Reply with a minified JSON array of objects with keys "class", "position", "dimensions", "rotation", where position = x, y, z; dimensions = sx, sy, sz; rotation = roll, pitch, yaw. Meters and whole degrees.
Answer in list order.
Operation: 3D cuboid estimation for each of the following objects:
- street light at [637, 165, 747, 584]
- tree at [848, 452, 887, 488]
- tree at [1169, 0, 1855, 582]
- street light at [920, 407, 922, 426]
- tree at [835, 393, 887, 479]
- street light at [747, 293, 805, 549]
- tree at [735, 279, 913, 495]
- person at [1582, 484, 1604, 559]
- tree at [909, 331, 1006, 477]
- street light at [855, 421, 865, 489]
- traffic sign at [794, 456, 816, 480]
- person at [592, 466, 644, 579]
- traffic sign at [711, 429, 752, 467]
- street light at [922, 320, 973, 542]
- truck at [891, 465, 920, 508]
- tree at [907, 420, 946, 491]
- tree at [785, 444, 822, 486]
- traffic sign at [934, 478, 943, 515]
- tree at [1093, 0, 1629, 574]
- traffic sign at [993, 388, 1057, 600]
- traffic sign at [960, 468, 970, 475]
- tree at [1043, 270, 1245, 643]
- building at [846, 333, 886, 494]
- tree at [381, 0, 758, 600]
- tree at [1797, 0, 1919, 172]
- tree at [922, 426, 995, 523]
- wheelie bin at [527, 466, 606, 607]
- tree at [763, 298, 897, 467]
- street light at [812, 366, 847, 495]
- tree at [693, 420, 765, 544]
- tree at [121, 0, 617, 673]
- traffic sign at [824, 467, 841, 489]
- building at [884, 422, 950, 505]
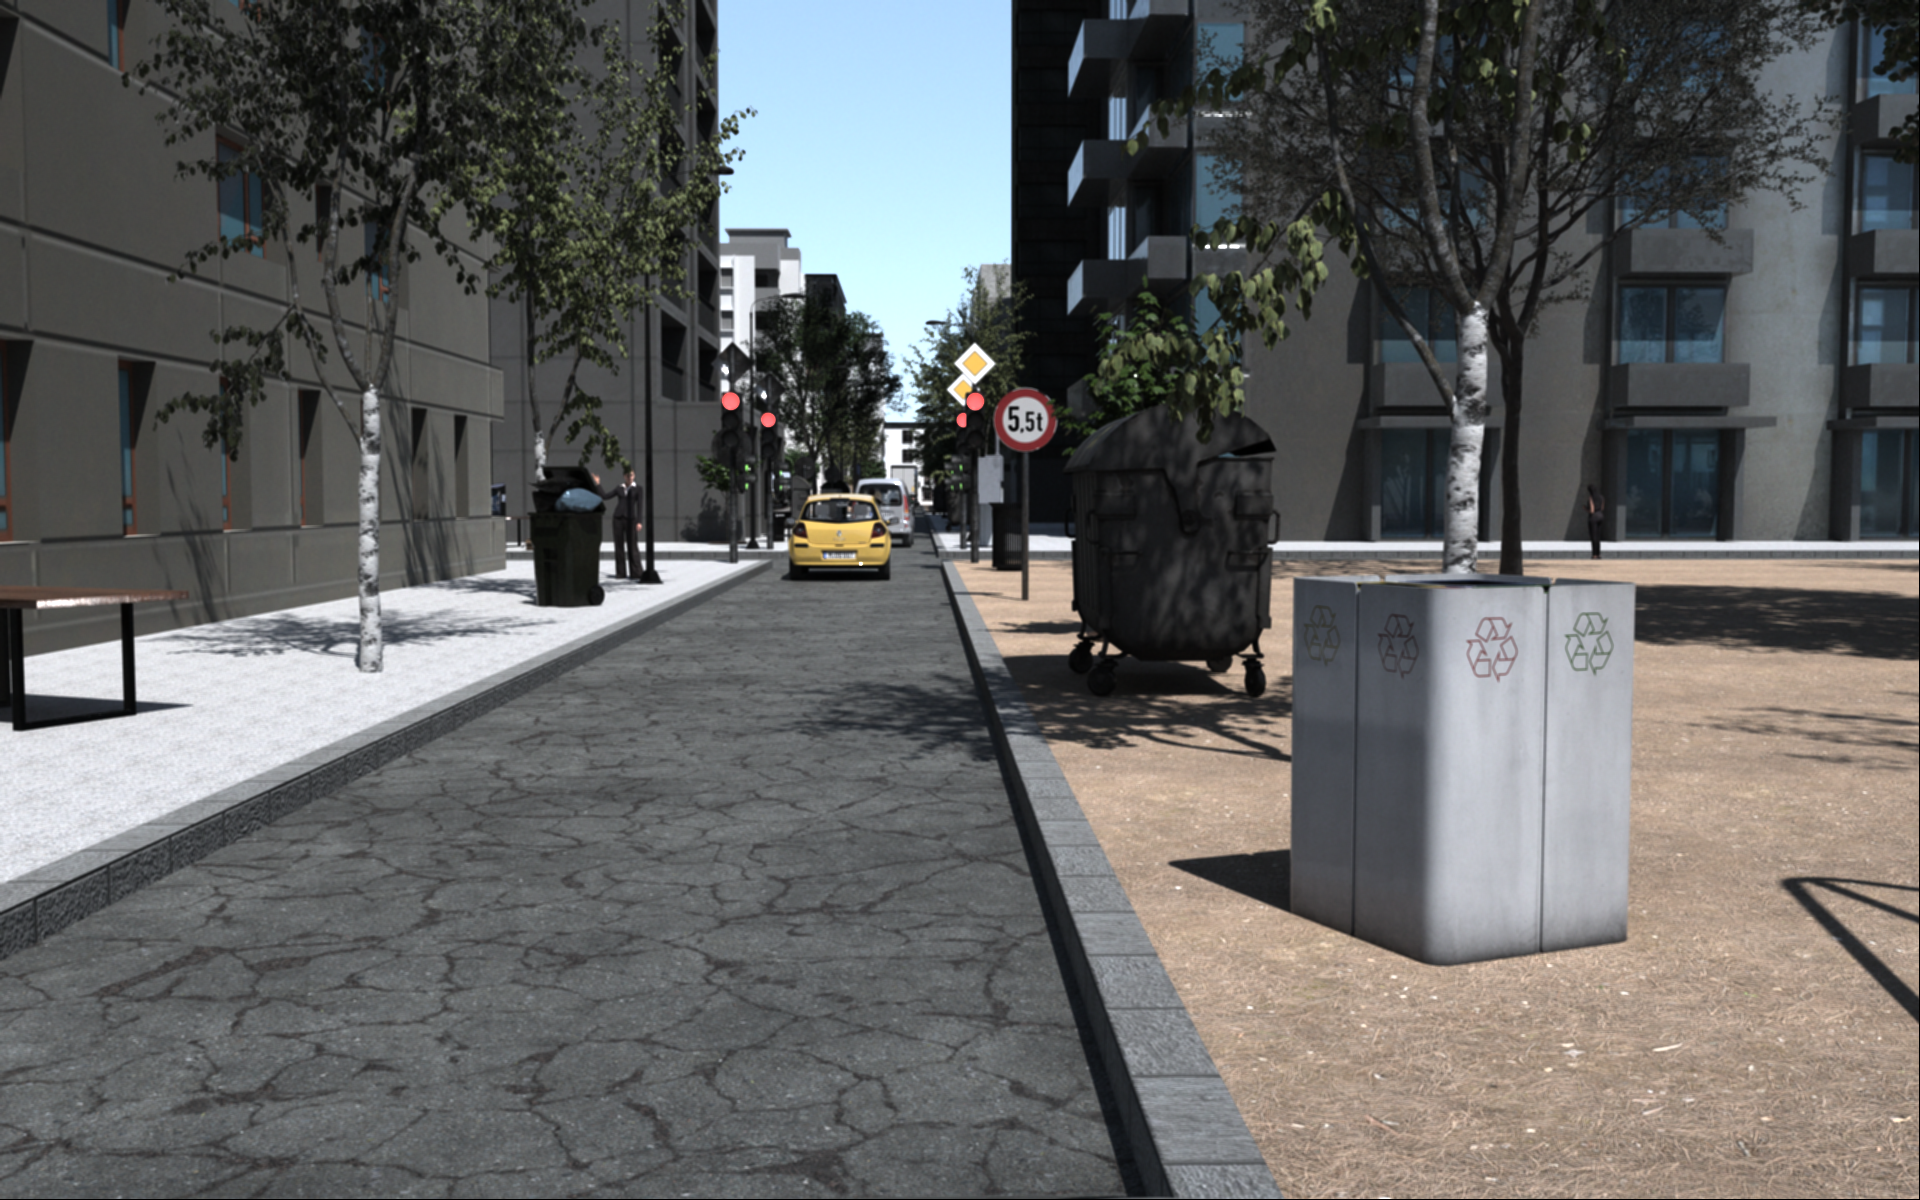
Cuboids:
[{"class":"street light","position":[-3.894,-3.186,24.627],"dimensions":[1.470,5.913,1.316],"rotation":[0,4,-1]},{"class":"tree","position":[-7.227,-9.345,136.499],"dimensions":[4.285,4.588,4.351],"rotation":[0,3,0]},{"class":"tree","position":[8.157,-7.042,25.501],"dimensions":[12.009,13.543,11.850],"rotation":[0,3,0]},{"class":"street light","position":[-0.763,-5.903,69.048],"dimensions":[1.470,5.913,1.316],"rotation":[0,4,-1]},{"class":"tree","position":[-6.941,-10.537,122.636],"dimensions":[4.360,8.622,3.978],"rotation":[0,3,0]},{"class":"street light","position":[-4.282,-4.136,40.159],"dimensions":[1.470,5.913,1.316],"rotation":[0,4,-1]},{"class":"tree","position":[-6.153,-8.569,74.507],"dimensions":[8.767,10.594,7.601],"rotation":[0,4,2]},{"class":"person","position":[13.092,-1.582,35.834],"dimensions":[0.415,1.643,0.593],"rotation":[1,4,13]},{"class":"tree","position":[0.194,-12.405,120.941],"dimensions":[7.486,12.596,7.792],"rotation":[0,3,0]},{"class":"street light","position":[-5.302,-6.908,85.483],"dimensions":[1.470,5.913,1.316],"rotation":[0,4,-1]},{"class":"traffic sign","position":[-5.232,-3.559,58.300],"dimensions":[0.768,2.556,0.104],"rotation":[0,4,8]},{"class":"person","position":[-5.124,-1.174,26.035],"dimensions":[0.742,1.727,0.445],"rotation":[-2,4,-26]},{"class":"traffic sign","position":[-4.317,-1.998,32.775],"dimensions":[0.768,2.556,0.104],"rotation":[0,4,-1]},{"class":"street light","position":[-0.224,-4.520,46.435],"dimensions":[1.470,5.913,1.316],"rotation":[0,4,-1]},{"class":"truck","position":[-5.552,-11.384,175.047],"dimensions":[2.839,4.237,11.283],"rotation":[0,3,0]},{"class":"tree","position":[-2.486,-12.830,160.140],"dimensions":[4.360,8.622,3.978],"rotation":[0,3,0]},{"class":"tree","position":[-10.174,-7.630,108.471],"dimensions":[4.285,4.588,4.351],"rotation":[0,3,0]},{"class":"traffic sign","position":[-1.229,-6.553,107.248],"dimensions":[0.768,2.556,0.104],"rotation":[0,4,7]},{"class":"tree","position":[2.116,-3.476,7.197],"dimensions":[4.737,8.622,4.395],"rotation":[0,3,0]},{"class":"traffic sign","position":[0.787,-1.268,20.835],"dimensions":[0.768,2.556,0.104],"rotation":[0,4,6]},{"class":"traffic sign","position":[0.111,-3.745,61.330],"dimensions":[0.768,2.556,0.104],"rotation":[0,4,8]},{"class":"tree","position":[1.507,-1.255,15.126],"dimensions":[1.663,3.219,1.824],"rotation":[0,3,0]},{"class":"building","position":[-14.785,-21.595,209.500],"dimensions":[11.380,20.091,16.016],"rotation":[0,4,-1]},{"class":"tree","position":[-4.808,-4.300,20.675],"dimensions":[4.737,8.622,4.395],"rotation":[0,3,0]},{"class":"tree","position":[11.430,-6.493,12.812],"dimensions":[9.857,13.997,8.962],"rotation":[0,3,0]},{"class":"tree","position":[0.109,-5.651,76.114],"dimensions":[4.285,4.588,4.351],"rotation":[0,3,0]},{"class":"wheelie bin","position":[-4.488,-0.728,19.810],"dimensions":[0.980,1.594,0.693],"rotation":[2,4,28]},{"class":"tree","position":[-6.804,-10.091,90.751],"dimensions":[9.928,11.665,9.643],"rotation":[0,3,0]},{"class":"street light","position":[-4.786,-5.525,62.870],"dimensions":[1.470,5.913,1.316],"rotation":[0,4,-1]},{"class":"tree","position":[-6.119,-3.055,44.558],"dimensions":[1.663,3.219,1.824],"rotation":[0,3,0]},{"class":"tree","position":[-4.287,-3.800,12.487],"dimensions":[4.360,8.622,3.978],"rotation":[0,3,0]},{"class":"traffic sign","position":[-5.925,-4.908,80.356],"dimensions":[0.768,2.556,0.104],"rotation":[0,4,4]},{"class":"building","position":[5.018,-16.193,206.906],"dimensions":[28.070,9.664,9.099],"rotation":[0,4,-1]}]
